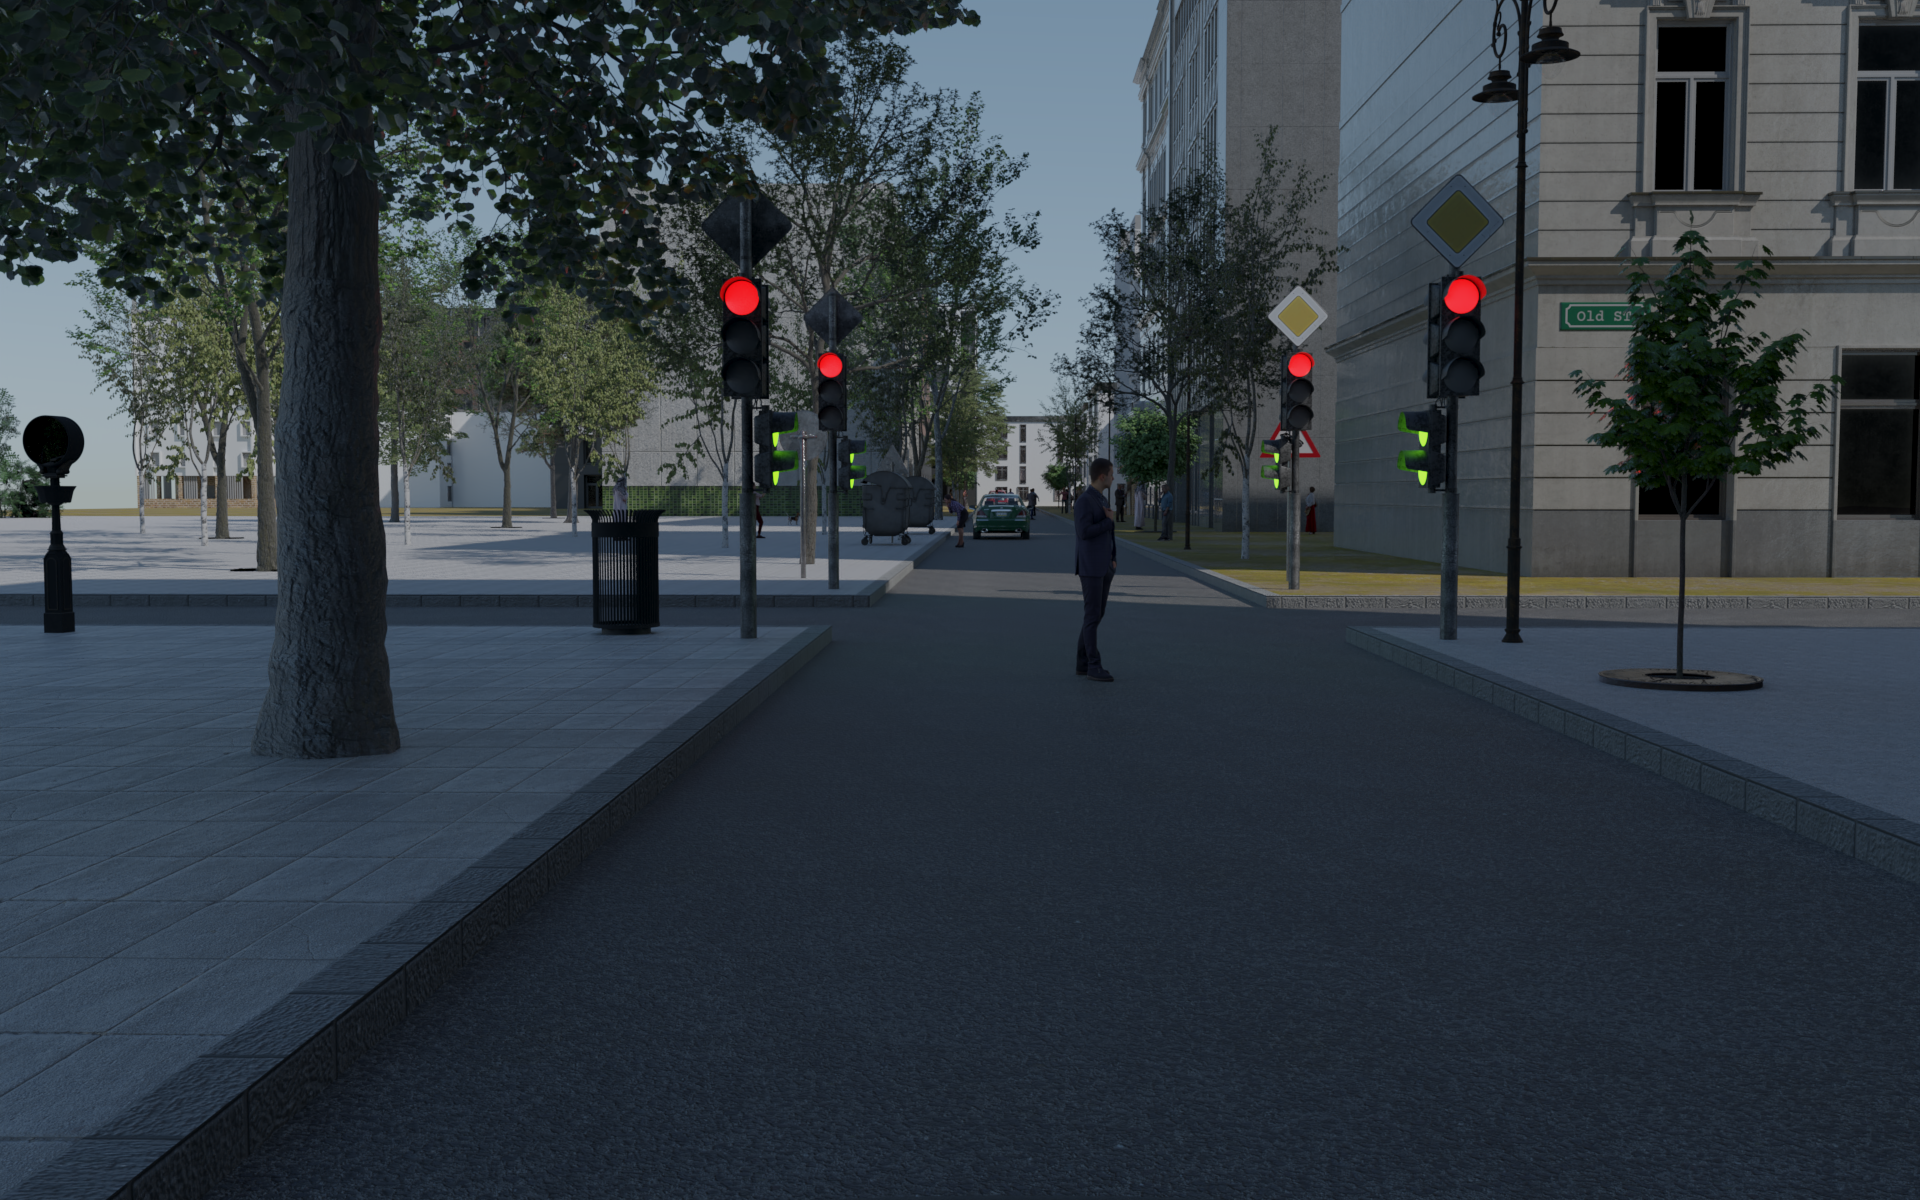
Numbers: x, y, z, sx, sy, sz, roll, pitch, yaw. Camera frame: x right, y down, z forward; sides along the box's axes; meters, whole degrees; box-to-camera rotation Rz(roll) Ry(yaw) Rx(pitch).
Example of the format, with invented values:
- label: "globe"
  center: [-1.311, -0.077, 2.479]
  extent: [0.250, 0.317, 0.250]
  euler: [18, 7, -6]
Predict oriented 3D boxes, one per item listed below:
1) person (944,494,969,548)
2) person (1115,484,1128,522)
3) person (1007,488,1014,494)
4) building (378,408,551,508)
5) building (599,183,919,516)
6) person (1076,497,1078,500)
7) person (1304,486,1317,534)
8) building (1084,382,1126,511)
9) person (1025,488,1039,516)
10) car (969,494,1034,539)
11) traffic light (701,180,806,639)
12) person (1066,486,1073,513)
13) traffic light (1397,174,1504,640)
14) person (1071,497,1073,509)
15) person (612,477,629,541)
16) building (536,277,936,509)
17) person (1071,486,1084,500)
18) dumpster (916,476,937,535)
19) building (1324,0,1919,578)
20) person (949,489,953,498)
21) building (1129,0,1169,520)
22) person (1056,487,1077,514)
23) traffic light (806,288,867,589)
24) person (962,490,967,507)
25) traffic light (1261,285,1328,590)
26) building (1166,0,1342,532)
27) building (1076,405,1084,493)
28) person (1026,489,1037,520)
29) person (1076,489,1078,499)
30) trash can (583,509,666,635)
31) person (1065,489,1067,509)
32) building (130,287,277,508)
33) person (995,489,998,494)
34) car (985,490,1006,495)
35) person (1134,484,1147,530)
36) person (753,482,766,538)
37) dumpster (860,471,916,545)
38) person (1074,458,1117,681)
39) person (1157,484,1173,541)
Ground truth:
- label: "person"
  center: [-0.094, -2.115, 46.308]
  extent: [0.697, 1.427, 0.421]
  euler: [-2, 4, -26]
- label: "person"
  center: [7.333, -4.404, 78.736]
  extent: [0.600, 1.739, 0.565]
  euler: [1, 4, 16]
- label: "person"
  center: [3.590, -7.111, 124.636]
  extent: [0.709, 1.838, 0.599]
  euler: [1, 4, 22]
- label: "building"
  center: [-49.421, -13.885, 169.173]
  extent: [28.070, 9.664, 9.099]
  euler: [0, 4, 1]
- label: "building"
  center: [-11.840, -15.180, 114.658]
  extent: [16.747, 18.905, 31.486]
  euler: [0, 4, 1]
- label: "person"
  center: [9.400, -7.651, 134.401]
  extent: [1.065, 1.426, 0.557]
  euler: [3, 4, 36]
- label: "person"
  center: [11.170, -2.851, 55.128]
  extent: [0.387, 1.526, 0.523]
  euler: [1, 4, 16]
- label: "building"
  center: [14.767, -11.476, 129.785]
  extent: [9.099, 9.664, 28.070]
  euler: [0, 4, 1]
- label: "person"
  center: [4.776, -6.419, 113.434]
  extent: [1.348, 1.826, 0.705]
  euler: [-3, 5, -44]
- label: "car"
  center: [1.336, -2.719, 56.255]
  extent: [2.131, 1.459, 4.920]
  euler: [0, 4, 1]
- label: "traffic light"
  center: [-1.864, -1.594, 15.309]
  extent: [0.839, 4.213, 0.868]
  euler: [0, 4, 1]
- label: "person"
  center: [7.365, -6.767, 116.701]
  extent: [0.705, 1.822, 1.348]
  euler: [2, 4, 31]
- label: "traffic light"
  center: [4.296, -1.587, 15.190]
  extent: [0.839, 4.213, 0.868]
  euler: [0, 4, 1]
- label: "person"
  center: [8.854, -7.960, 139.416]
  extent: [0.421, 1.427, 0.697]
  euler: [-1, 4, -14]
- label: "person"
  center: [-9.268, -2.487, 47.377]
  extent: [0.621, 1.740, 0.551]
  euler: [-2, 4, -33]
- label: "building"
  center: [-19.278, -19.249, 158.699]
  extent: [32.646, 21.610, 27.936]
  euler: [0, 4, 1]
- label: "person"
  center: [7.504, -6.257, 108.362]
  extent: [0.705, 1.823, 1.348]
  euler: [-3, 5, -43]
- label: "dumpster"
  center: [-1.407, -3.042, 55.501]
  extent: [1.264, 1.857, 1.865]
  euler: [0, 4, 1]
- label: "building"
  center: [30.399, -15.702, 33.146]
  extent: [44.131, 29.872, 17.030]
  euler: [0, 4, 1]
- label: "person"
  center: [-0.703, -8.884, 152.023]
  extent: [0.721, 1.735, 1.217]
  euler: [0, 3, 0]
- label: "building"
  center: [16.129, -18.467, 87.847]
  extent: [13.634, 28.700, 20.117]
  euler: [0, 4, 1]
- label: "person"
  center: [6.876, -6.564, 114.082]
  extent: [1.217, 1.743, 0.721]
  euler: [0, 4, -5]
- label: "traffic light"
  center: [-1.689, -2.082, 23.292]
  extent: [0.839, 4.213, 0.868]
  euler: [0, 4, 1]
- label: "person"
  center: [0.420, -8.154, 140.830]
  extent: [0.415, 1.643, 0.593]
  euler: [-2, 4, -34]
- label: "traffic light"
  center: [4.471, -2.075, 23.173]
  extent: [0.839, 4.213, 0.868]
  euler: [0, 4, 1]
- label: "building"
  center: [15.103, -15.271, 67.703]
  extent: [12.078, 24.808, 19.932]
  euler: [0, 4, 1]
- label: "building"
  center: [15.956, -13.189, 157.784]
  extent: [9.099, 9.664, 28.070]
  euler: [0, 4, 1]
- label: "person"
  center: [4.009, -5.333, 96.511]
  extent: [0.431, 1.722, 0.655]
  euler: [-3, 5, -40]
- label: "person"
  center: [10.264, -8.912, 152.272]
  extent: [0.721, 1.766, 1.217]
  euler: [2, 4, 27]
- label: "trash can"
  center: [-3.081, -0.263, 15.961]
  extent: [0.748, 1.137, 0.748]
  euler: [0, 3, 0]
- label: "person"
  center: [9.311, -8.759, 149.972]
  extent: [0.721, 1.735, 1.217]
  euler: [-2, 4, -33]
- label: "building"
  center: [-69.477, -18.877, 165.059]
  extent: [11.380, 20.091, 16.016]
  euler: [0, 4, 1]
- label: "person"
  center: [3.147, -8.667, 150.175]
  extent: [0.705, 1.831, 1.348]
  euler: [2, 4, 30]
- label: "car"
  center: [3.495, -9.486, 163.769]
  extent: [2.281, 1.827, 5.304]
  euler: [0, 3, 0]
- label: "person"
  center: [6.487, -3.393, 62.190]
  extent: [0.621, 1.740, 0.551]
  euler: [-3, 5, -44]
- label: "person"
  center: [-5.859, -2.613, 50.225]
  extent: [0.566, 1.644, 0.517]
  euler: [1, 4, 17]
- label: "dumpster"
  center: [-1.871, -2.328, 43.818]
  extent: [1.264, 1.857, 1.865]
  euler: [0, 4, 1]
- label: "person"
  center: [1.057, -0.247, 13.454]
  extent: [0.530, 1.710, 0.541]
  euler: [3, 4, 36]
- label: "person"
  center: [5.622, -2.395, 47.412]
  extent: [0.429, 1.552, 0.499]
  euler: [1, 4, 11]
